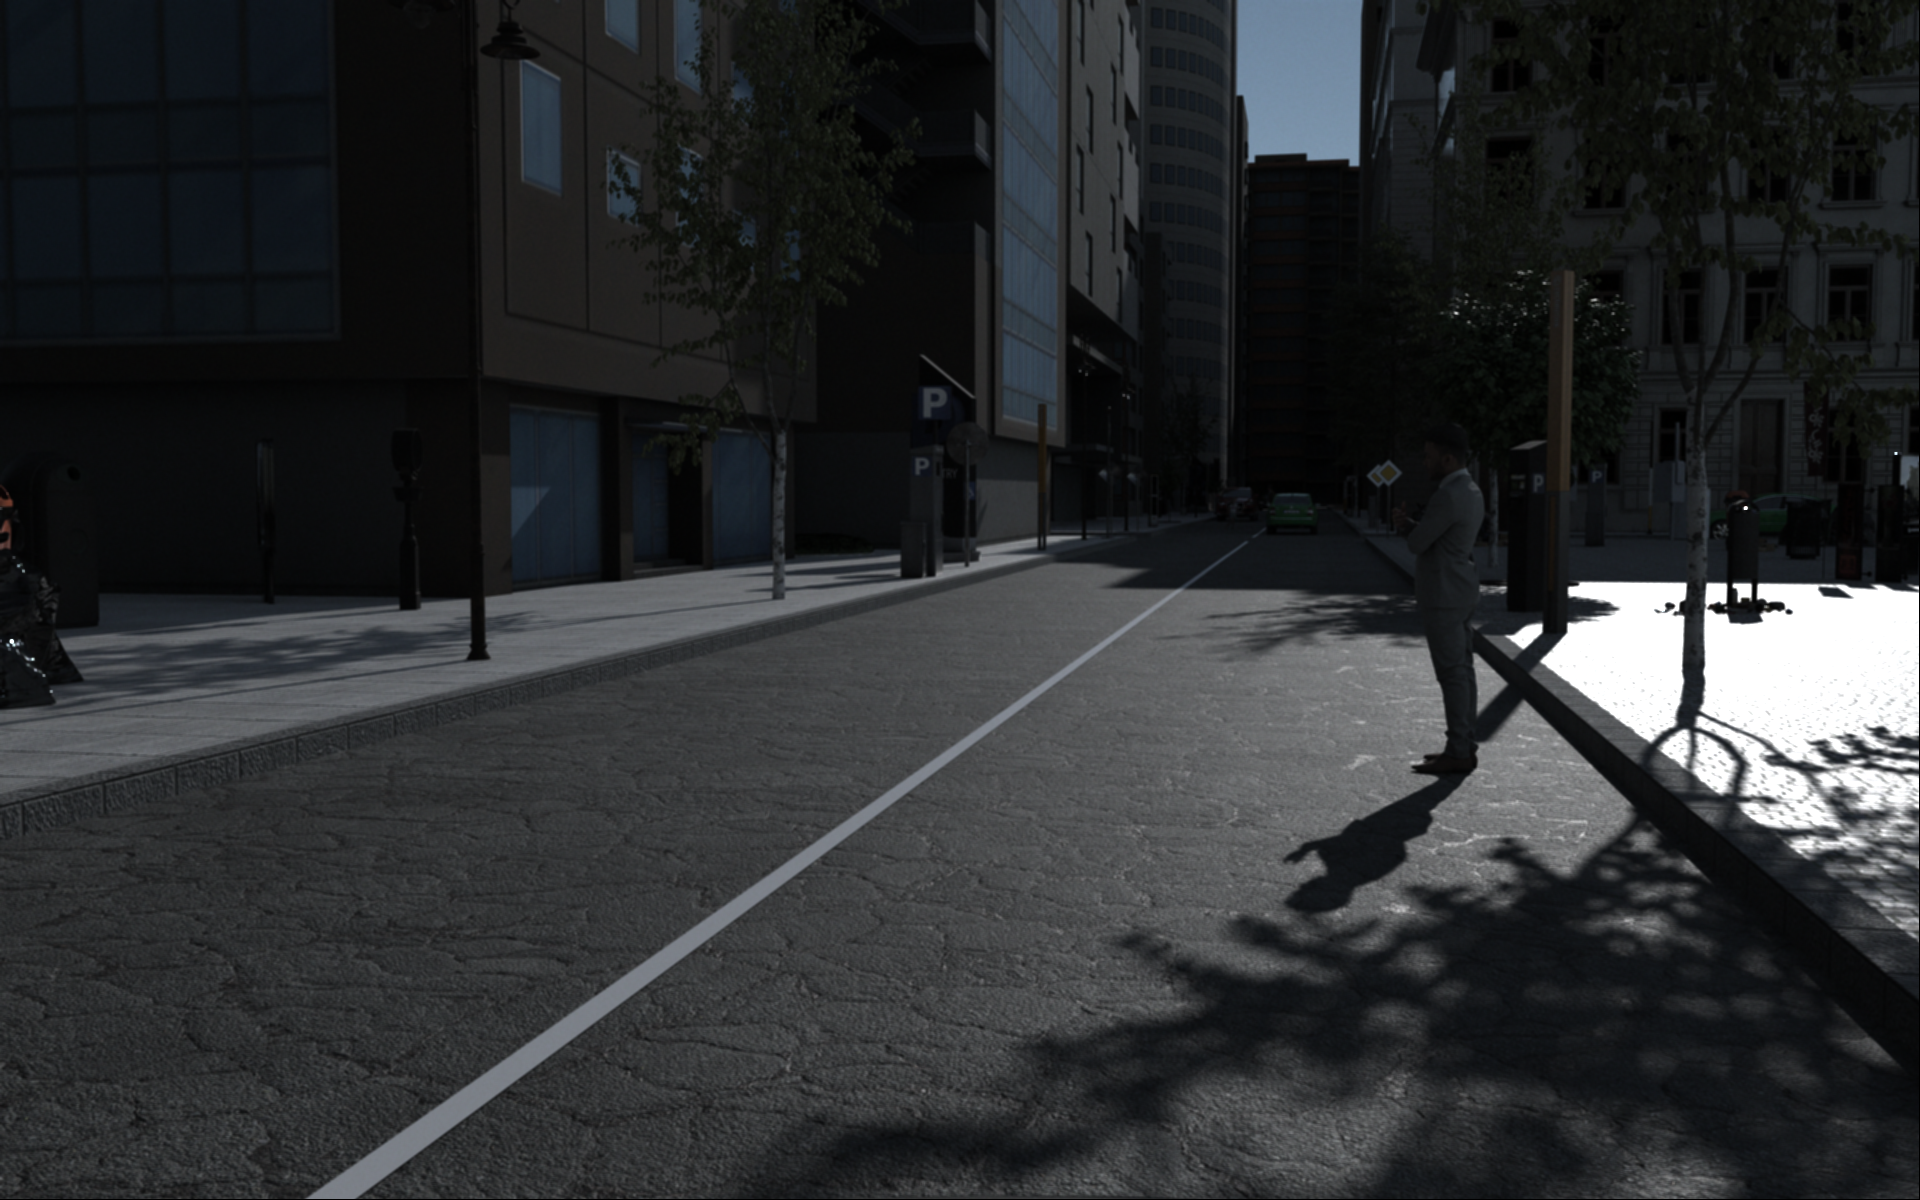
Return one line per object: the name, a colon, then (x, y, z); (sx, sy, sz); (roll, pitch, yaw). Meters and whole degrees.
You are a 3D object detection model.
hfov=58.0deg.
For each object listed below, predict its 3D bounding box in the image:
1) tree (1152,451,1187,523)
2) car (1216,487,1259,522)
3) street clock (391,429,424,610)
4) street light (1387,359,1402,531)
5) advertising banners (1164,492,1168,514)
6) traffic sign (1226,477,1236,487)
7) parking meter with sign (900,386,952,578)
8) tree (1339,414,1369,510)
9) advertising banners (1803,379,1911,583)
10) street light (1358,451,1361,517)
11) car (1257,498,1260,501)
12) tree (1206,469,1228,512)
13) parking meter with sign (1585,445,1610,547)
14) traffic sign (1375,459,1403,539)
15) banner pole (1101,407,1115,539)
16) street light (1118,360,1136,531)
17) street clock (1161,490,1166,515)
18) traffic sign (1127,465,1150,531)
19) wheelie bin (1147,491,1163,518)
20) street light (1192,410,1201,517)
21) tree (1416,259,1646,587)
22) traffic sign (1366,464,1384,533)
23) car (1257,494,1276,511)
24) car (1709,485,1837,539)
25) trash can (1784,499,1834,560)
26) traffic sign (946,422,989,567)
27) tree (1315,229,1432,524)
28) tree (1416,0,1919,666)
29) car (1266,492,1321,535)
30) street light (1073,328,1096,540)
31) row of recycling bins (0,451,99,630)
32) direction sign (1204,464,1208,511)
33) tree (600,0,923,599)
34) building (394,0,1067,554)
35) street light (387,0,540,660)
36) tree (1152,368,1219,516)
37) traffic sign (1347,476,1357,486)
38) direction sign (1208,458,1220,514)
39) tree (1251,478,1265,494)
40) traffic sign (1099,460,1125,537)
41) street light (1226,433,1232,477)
tree: (9.321, -5.105, 78.063); (1.663, 3.219, 1.824); (0, 3, 0)
car: (14.811, -5.114, 92.294); (2.281, 1.827, 5.304); (1, 4, 12)
street clock: (-6.114, -0.895, 19.203); (0.358, 2.002, 0.471); (0, 4, -3)
street light: (14.845, -5.294, 59.338); (0.468, 5.910, 1.993); (1, 4, 11)
advertising banners: (12.994, -6.895, 108.919); (0.090, 3.025, 2.074); (0, 4, -3)
traffic sign: (20.005, -7.820, 127.969); (0.768, 2.556, 0.104); (1, 4, 14)
parking meter with sign: (-0.554, -1.889, 27.150); (0.543, 3.016, 1.738); (1, 4, 11)
tree: (31.198, -11.315, 135.359); (4.360, 8.622, 3.978); (0, 3, 0)
advertising banners: (13.319, -1.813, 25.835); (0.090, 3.025, 2.074); (-1, 4, -16)
street light: (21.998, -7.493, 95.299); (0.468, 5.910, 1.993); (1, 4, 11)
car: (29.318, -9.331, 164.358); (2.131, 1.459, 4.920); (1, 4, 12)
tree: (17.785, -7.807, 122.245); (1.663, 3.219, 1.824); (0, 3, 0)
parking meter with sign: (15.743, -2.850, 42.864); (0.543, 3.016, 1.738); (1, 4, 22)
traffic sign: (12.339, -2.831, 49.922); (0.795, 2.450, 0.064); (1, 4, 11)
banner pole: (4.315, -3.680, 50.191); (0.401, 3.779, 0.863); (1, 4, 10)
street light: (5.769, -5.328, 59.900); (0.468, 5.910, 1.993); (1, 4, 11)
street clock: (12.568, -6.277, 107.197); (0.358, 2.002, 0.471); (-1, 4, -19)
traffic sign: (6.107, -3.408, 59.359); (0.795, 2.450, 0.064); (1, 4, 11)
wheelie bin: (10.453, -5.206, 93.019); (0.693, 1.594, 0.980); (2, 4, 25)
street light: (12.964, -7.474, 94.991); (0.468, 5.910, 1.993); (1, 4, 11)
tree: (8.096, -2.495, 24.506); (4.285, 4.588, 4.351); (0, 3, 0)
traffic sign: (13.936, -3.309, 57.746); (0.795, 2.450, 0.064); (1, 4, 11)
car: (27.029, -8.662, 151.413); (2.009, 1.686, 4.222); (1, 4, 13)
car: (23.842, -2.588, 51.106); (4.718, 1.807, 1.959); (1, 4, 13)
trash can: (16.618, -1.374, 34.117); (0.748, 1.137, 0.748); (0, 3, 0)
traffic sign: (0.123, -1.859, 30.501); (0.768, 2.556, 0.104); (1, 4, 12)
tree: (18.796, -9.584, 74.828); (7.486, 12.596, 7.792); (0, 3, 0)
tree: (5.393, -3.802, 12.527); (4.737, 8.622, 4.395); (0, 3, 0)
car: (12.035, -3.290, 62.584); (1.959, 1.807, 4.718); (1, 4, 12)
street light: (3.471, -4.617, 48.277); (0.468, 5.910, 1.993); (1, 4, 11)
row of recycling bins: (-9.774, -0.527, 15.726); (1.069, 1.692, 3.534); (3, 5, 43)
direction sign: (18.419, -8.352, 128.556); (0.876, 3.537, 0.379); (0, 4, 0)
tree: (-2.291, -4.330, 21.153); (4.737, 8.622, 4.395); (0, 3, 0)
building: (-5.100, -24.253, 46.645); (14.200, 45.320, 14.600); (1, 4, 11)
street light: (-3.737, -2.476, 13.267); (0.468, 5.910, 1.993); (1, 4, 11)
tree: (13.208, -9.280, 102.096); (4.737, 8.622, 4.395); (0, 3, 0)
traffic sign: (22.159, -5.860, 97.934); (0.606, 2.300, 0.079); (1, 4, 19)
direction sign: (16.192, -7.170, 109.230); (0.379, 3.537, 0.876); (2, 4, 31)
tree: (34.181, -12.499, 198.967); (1.663, 3.219, 1.824); (0, 3, 0)
traffic sign: (4.510, -2.929, 51.534); (0.795, 2.450, 0.064); (1, 4, 11)
street light: (20.166, -9.608, 129.881); (0.468, 5.910, 1.993); (1, 4, 11)
